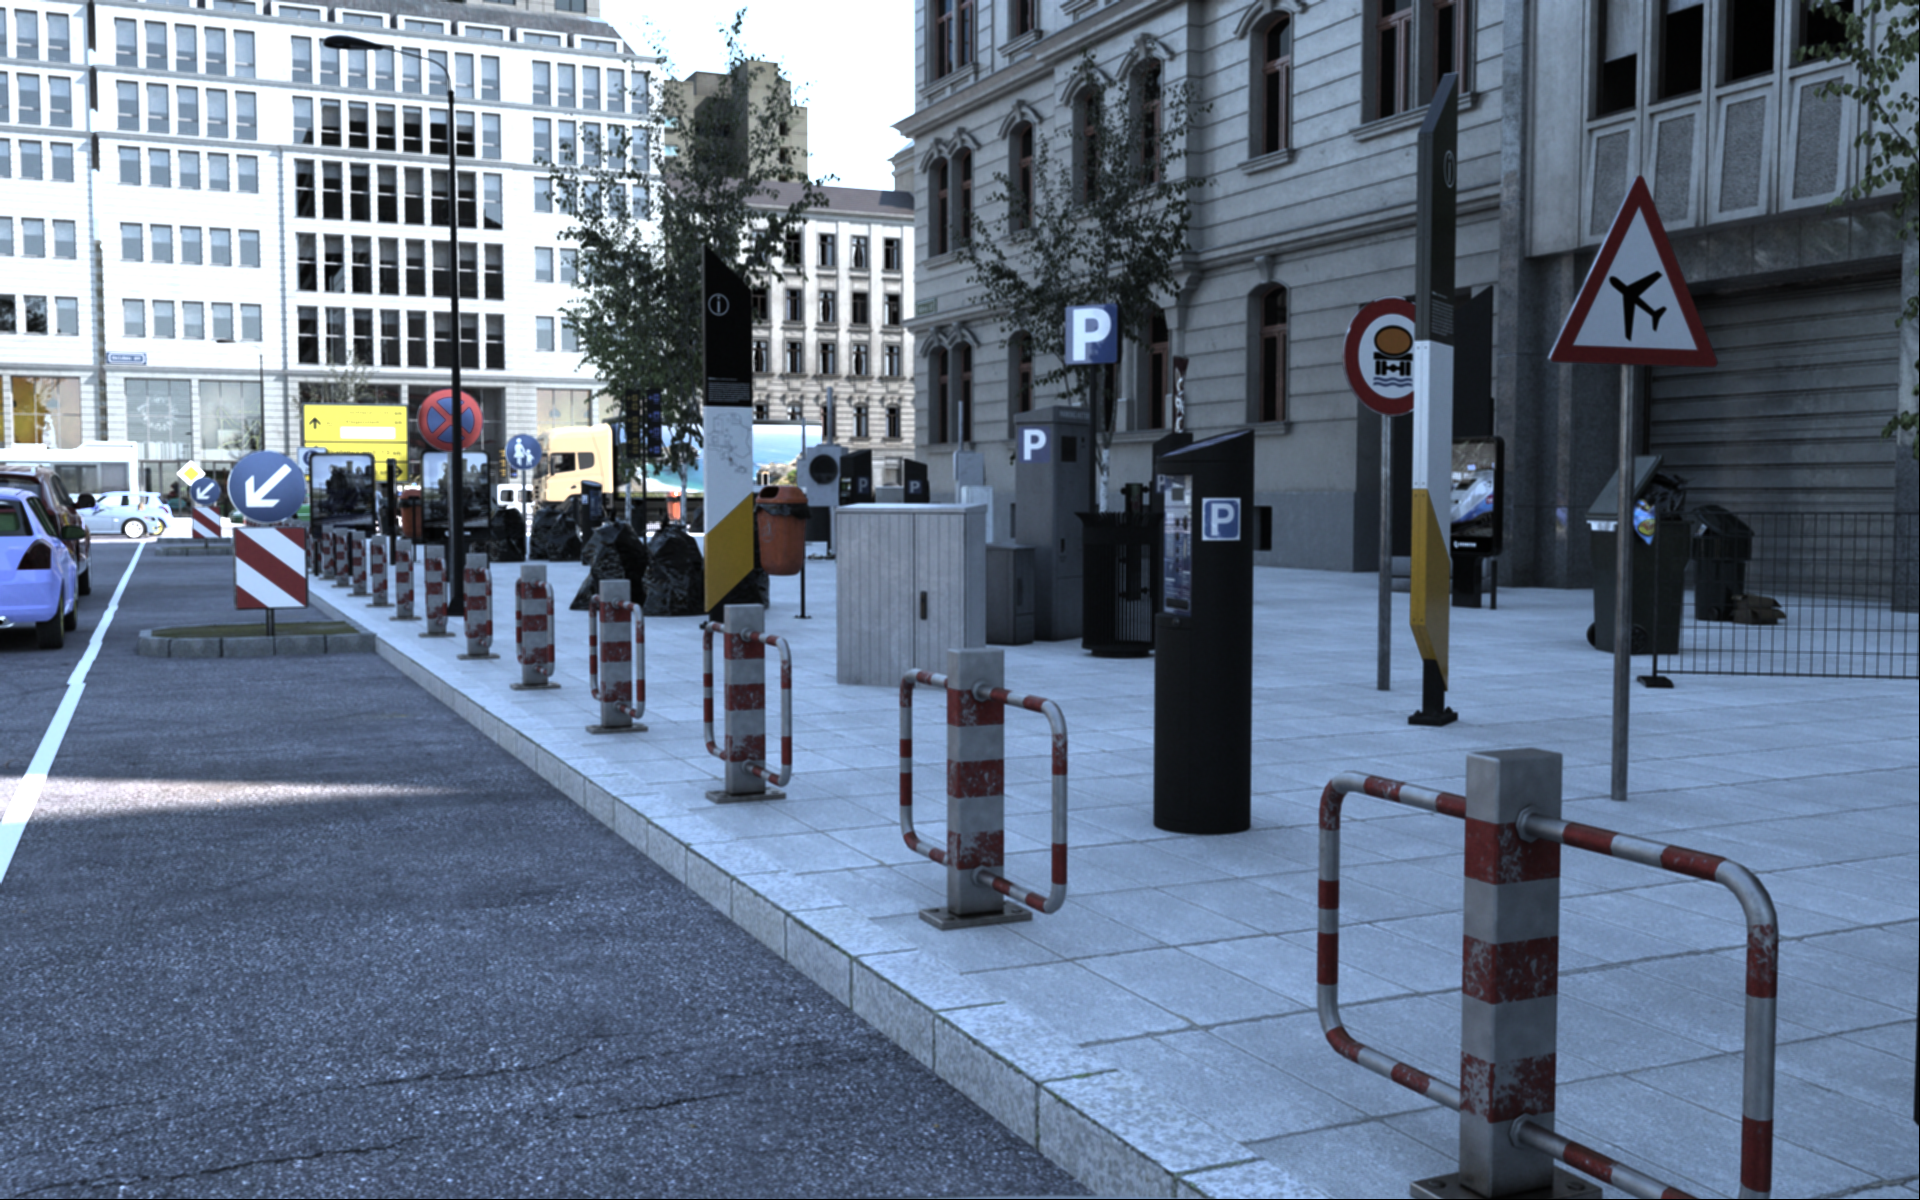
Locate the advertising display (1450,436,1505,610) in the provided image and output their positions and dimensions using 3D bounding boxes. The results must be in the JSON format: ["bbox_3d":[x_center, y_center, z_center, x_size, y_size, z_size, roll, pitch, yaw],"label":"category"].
[{"bbox_3d":[5.743,-0.879,19.583,0.123,1.923,0.974,-2,4,-27],"label":"advertising display"}]

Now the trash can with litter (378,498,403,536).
[{"bbox_3d":[-17.330,-2.549,53.070,1.055,1.170,0.624,2,4,33],"label":"trash can with litter"}]

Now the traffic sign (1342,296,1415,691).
[{"bbox_3d":[2.774,-0.682,11.264,0.768,2.556,0.104,-1,4,-23],"label":"traffic sign"}]

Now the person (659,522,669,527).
[{"bbox_3d":[-12.572,-3.999,73.765,0.514,1.842,0.818,3,5,40],"label":"person"}]

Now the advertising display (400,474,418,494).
[{"bbox_3d":[-17.218,-3.005,54.349,0.974,1.923,0.123,-3,4,-38],"label":"advertising display"}]

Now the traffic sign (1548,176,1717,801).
[{"bbox_3d":[2.764,-0.439,7.189,0.884,2.594,0.081,-1,4,-23],"label":"traffic sign"}]

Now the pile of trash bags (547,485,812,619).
[{"bbox_3d":[-2.739,-0.553,18.797,1.912,1.369,3.447,-3,5,-42],"label":"pile of trash bags"}]

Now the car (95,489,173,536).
[{"bbox_3d":[-29.072,-3.052,59.496,3.694,1.707,1.945,-2,4,-25],"label":"car"}]

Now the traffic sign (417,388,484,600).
[{"bbox_3d":[-6.135,-1.272,20.902,0.768,2.556,0.104,-1,4,-21],"label":"traffic sign"}]

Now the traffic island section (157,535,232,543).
[{"bbox_3d":[-22.898,-1.803,51.763,2.009,0.180,2.903,-2,4,-25],"label":"traffic island section"}]

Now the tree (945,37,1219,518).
[{"bbox_3d":[2.188,-4.755,28.107,4.360,8.622,3.978,0,3,0],"label":"tree"}]

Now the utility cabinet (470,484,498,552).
[{"bbox_3d":[-10.225,-1.711,36.651,1.173,1.500,0.318,3,5,40],"label":"utility cabinet"}]

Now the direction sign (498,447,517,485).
[{"bbox_3d":[-21.989,-5.645,84.287,0.876,3.537,0.379,-2,4,-28],"label":"direction sign"}]

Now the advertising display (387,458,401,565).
[{"bbox_3d":[-10.362,-1.616,31.629,0.123,1.923,0.974,-1,4,-15],"label":"advertising display"}]

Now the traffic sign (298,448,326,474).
[{"bbox_3d":[-14.116,-2.180,37.774,0.606,2.300,0.079,-2,4,-23],"label":"traffic sign"}]

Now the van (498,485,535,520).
[{"bbox_3d":[-18.831,-4.287,77.097,4.112,2.044,2.013,-2,4,-24],"label":"van"}]

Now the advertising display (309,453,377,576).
[{"bbox_3d":[-9.642,-1.337,27.076,0.974,1.923,0.123,0,4,-8],"label":"advertising display"}]

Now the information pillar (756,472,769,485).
[{"bbox_3d":[-6.707,-3.325,58.859,0.304,2.012,0.304,3,5,39],"label":"information pillar"}]

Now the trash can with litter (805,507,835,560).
[{"bbox_3d":[-3.191,-1.428,34.401,2.233,1.210,1.678,1,4,15],"label":"trash can with litter"}]

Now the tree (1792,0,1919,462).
[{"bbox_3d":[8.809,-3.904,14.200,4.737,8.622,4.395,0,3,0],"label":"tree"}]

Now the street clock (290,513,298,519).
[{"bbox_3d":[-17.942,-2.570,46.596,0.358,2.002,0.471,-3,5,-41],"label":"street clock"}]

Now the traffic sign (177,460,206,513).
[{"bbox_3d":[-22.917,-2.938,51.677,0.795,2.450,0.064,-2,4,-25],"label":"traffic sign"}]

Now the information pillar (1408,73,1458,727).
[{"bbox_3d":[2.618,-1.113,9.556,0.183,3.616,0.504,2,4,31],"label":"information pillar"}]

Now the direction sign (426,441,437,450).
[{"bbox_3d":[-14.381,-3.415,47.837,0.876,3.537,0.379,1,4,23],"label":"direction sign"}]

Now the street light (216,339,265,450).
[{"bbox_3d":[-21.602,-4.874,52.234,1.470,5.913,1.316,-2,4,-25],"label":"street light"}]

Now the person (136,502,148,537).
[{"bbox_3d":[-27.615,-2.692,58.005,0.738,1.151,1.012,3,4,37],"label":"person"}]

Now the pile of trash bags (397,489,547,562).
[{"bbox_3d":[-9.009,-1.440,33.301,3.447,1.369,1.912,-1,4,-14],"label":"pile of trash bags"}]

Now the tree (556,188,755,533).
[{"bbox_3d":[-6.796,-5.569,41.414,4.737,8.622,4.395,0,3,0],"label":"tree"}]

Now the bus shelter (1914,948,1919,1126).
[{"bbox_3d":[3.410,-0.423,0.843,2.014,3.302,5.546,-2,4,-25],"label":"bus shelter"}]

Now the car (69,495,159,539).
[{"bbox_3d":[-28.245,-2.673,55.708,4.499,1.417,2.014,-2,4,-26],"label":"car"}]

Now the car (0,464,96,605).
[{"bbox_3d":[-12.656,-0.862,22.768,2.281,1.827,5.304,-2,4,-24],"label":"car"}]

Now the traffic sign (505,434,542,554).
[{"bbox_3d":[-9.269,-2.246,36.823,0.768,2.556,0.104,-1,4,-20],"label":"traffic sign"}]

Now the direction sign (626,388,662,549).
[{"bbox_3d":[-6.810,-2.774,37.351,0.876,3.537,0.379,1,4,22],"label":"direction sign"}]

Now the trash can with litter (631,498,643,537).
[{"bbox_3d":[-9.729,-2.461,51.623,0.624,1.170,1.055,-1,4,-23],"label":"trash can with litter"}]

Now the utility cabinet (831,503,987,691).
[{"bbox_3d":[-0.335,-0.023,11.544,1.020,1.237,0.306,2,4,30],"label":"utility cabinet"}]

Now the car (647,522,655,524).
[{"bbox_3d":[-13.932,-4.381,84.213,3.894,1.354,1.945,-1,4,-23],"label":"car"}]

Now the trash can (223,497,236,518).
[{"bbox_3d":[-38.397,-4.863,91.158,0.748,1.137,0.748,0,3,0],"label":"trash can"}]

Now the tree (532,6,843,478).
[{"bbox_3d":[-3.933,-4.615,25.817,4.360,8.622,3.978,0,3,0],"label":"tree"}]

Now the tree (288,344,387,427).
[{"bbox_3d":[-30.167,-8.196,84.364,4.360,8.622,3.978,0,3,0],"label":"tree"}]

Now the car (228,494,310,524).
[{"bbox_3d":[-28.280,-3.758,73.241,4.920,1.459,2.131,-2,4,-25],"label":"car"}]

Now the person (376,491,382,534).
[{"bbox_3d":[-19.386,-2.979,57.389,0.721,1.800,0.419,-1,4,-22],"label":"person"}]

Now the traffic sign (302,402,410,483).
[{"bbox_3d":[-13.533,-2.753,38.884,2.265,3.308,0.079,-1,4,-18],"label":"traffic sign"}]

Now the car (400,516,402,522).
[{"bbox_3d":[-22.892,-4.149,77.617,4.222,1.686,2.009,-1,4,-23],"label":"car"}]

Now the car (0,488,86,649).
[{"bbox_3d":[-9.643,-0.449,16.926,1.945,1.707,3.694,-2,4,-25],"label":"car"}]

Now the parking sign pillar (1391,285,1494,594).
[{"bbox_3d":[6.340,-2.103,22.852,1.447,3.967,1.447,2,4,25],"label":"parking sign pillar"}]

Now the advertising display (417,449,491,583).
[{"bbox_3d":[-7.322,-1.220,25.164,0.974,1.923,0.123,-1,4,-18],"label":"advertising display"}]

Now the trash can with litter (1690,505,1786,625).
[{"bbox_3d":[7.843,-0.367,17.390,0.624,1.170,1.055,-1,4,-19],"label":"trash can with litter"}]

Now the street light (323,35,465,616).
[{"bbox_3d":[-5.783,-2.776,17.928,1.470,5.913,1.316,-2,4,-25],"label":"street light"}]

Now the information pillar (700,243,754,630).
[{"bbox_3d":[-2.212,-1.533,16.415,0.504,3.616,0.183,-2,4,-28],"label":"information pillar"}]

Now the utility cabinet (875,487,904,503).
[{"bbox_3d":[-1.875,-2.557,50.478,1.173,1.500,0.318,0,4,-5],"label":"utility cabinet"}]

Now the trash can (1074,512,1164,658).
[{"bbox_3d":[1.274,-0.127,13.730,0.748,1.137,0.748,0,3,0],"label":"trash can"}]
